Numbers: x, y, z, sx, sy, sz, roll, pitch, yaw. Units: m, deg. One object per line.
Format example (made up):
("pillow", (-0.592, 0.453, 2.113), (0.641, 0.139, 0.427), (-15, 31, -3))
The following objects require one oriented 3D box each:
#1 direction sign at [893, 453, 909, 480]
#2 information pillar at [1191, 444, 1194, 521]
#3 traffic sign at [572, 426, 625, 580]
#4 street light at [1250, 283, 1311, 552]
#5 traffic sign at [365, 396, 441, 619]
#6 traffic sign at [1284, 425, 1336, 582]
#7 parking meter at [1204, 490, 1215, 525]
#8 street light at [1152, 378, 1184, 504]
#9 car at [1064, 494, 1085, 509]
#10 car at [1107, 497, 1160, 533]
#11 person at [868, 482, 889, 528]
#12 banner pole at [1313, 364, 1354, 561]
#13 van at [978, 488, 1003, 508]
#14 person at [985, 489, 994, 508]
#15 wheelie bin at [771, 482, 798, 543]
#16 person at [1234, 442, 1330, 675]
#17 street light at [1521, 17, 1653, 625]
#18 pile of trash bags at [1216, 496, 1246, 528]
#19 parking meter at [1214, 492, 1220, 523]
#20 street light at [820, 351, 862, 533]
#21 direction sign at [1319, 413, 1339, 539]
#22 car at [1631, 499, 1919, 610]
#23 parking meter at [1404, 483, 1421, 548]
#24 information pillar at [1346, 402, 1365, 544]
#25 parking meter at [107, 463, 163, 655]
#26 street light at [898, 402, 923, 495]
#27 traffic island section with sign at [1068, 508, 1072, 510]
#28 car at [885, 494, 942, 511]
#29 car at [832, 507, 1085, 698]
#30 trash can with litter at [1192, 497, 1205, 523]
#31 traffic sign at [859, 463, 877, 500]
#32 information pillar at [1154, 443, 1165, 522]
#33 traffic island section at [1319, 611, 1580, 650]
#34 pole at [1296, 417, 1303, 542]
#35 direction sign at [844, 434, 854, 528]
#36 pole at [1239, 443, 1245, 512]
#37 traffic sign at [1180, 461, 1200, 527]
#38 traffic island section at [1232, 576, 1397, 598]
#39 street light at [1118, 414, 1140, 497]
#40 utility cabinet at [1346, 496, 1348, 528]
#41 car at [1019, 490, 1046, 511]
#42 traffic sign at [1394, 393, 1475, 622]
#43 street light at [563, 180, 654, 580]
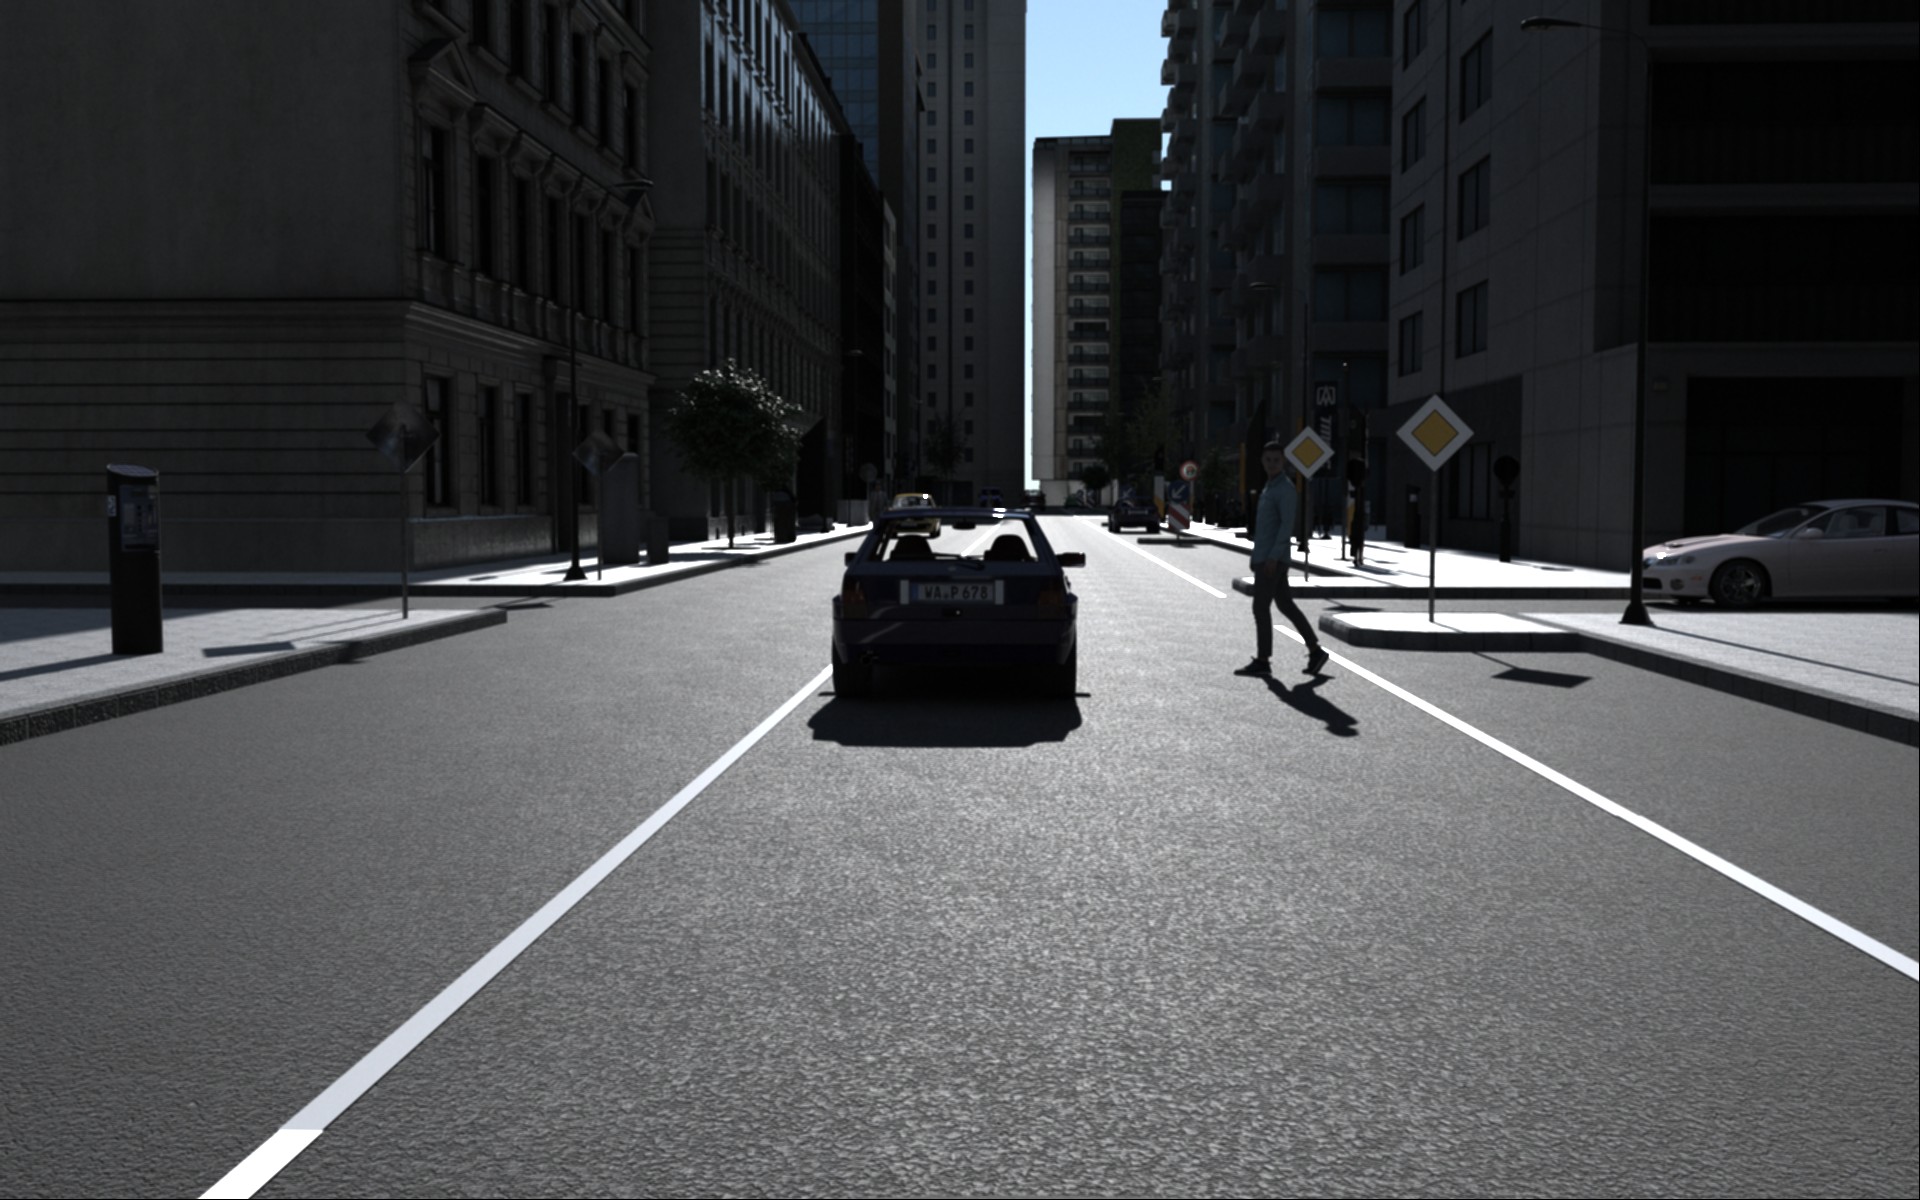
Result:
("direction sign", (-3.216, -6.307, 95.119), (0.876, 3.537, 0.379), (-1, 4, -11))
("information pillar", (10.959, -5.521, 81.616), (0.183, 3.616, 0.504), (1, 4, 16))
("traffic sign", (-5.368, -1.352, 25.750), (0.795, 2.450, 0.064), (0, 4, 2))
("street light", (7.081, -4.022, 38.306), (1.470, 5.913, 1.316), (0, 4, 2))
("traffic sign", (-5.709, -0.864, 17.772), (0.795, 2.450, 0.064), (0, 4, 2))
("traffic sign", (5.066, -1.324, 25.285), (0.795, 2.450, 0.064), (0, 4, 2))
("parking meter", (10.463, -4.095, 72.667), (0.399, 1.863, 0.255), (-3, 4, -37))
("street light", (8.394, -5.929, 69.479), (1.470, 5.913, 1.316), (0, 4, 2))
("car", (10.795, -9.474, 163.689), (1.959, 1.807, 4.718), (0, 4, 1))
("car", (6.525, -3.213, 65.118), (1.945, 1.354, 3.894), (0, 4, 1))
("person", (-2.403, -2.595, 51.196), (0.678, 1.792, 0.850), (0, 4, 6))
("banner pole", (7.235, -2.664, 33.568), (0.863, 3.779, 0.401), (2, 4, 32))
("van", (2.854, -9.465, 159.131), (2.240, 2.365, 5.245), (0, 4, 2))
("person", (1.433, -4.655, 85.608), (0.522, 1.701, 0.512), (0, 4, 6))
("wheelie bin", (-4.676, -2.331, 46.020), (0.693, 1.594, 0.980), (-1, 4, -14))
("person", (2.550, -0.325, 13.674), (0.748, 1.841, 0.638), (1, 4, 11))
("street light", (6.163, -2.721, 17.026), (1.470, 5.913, 1.316), (0, 4, 2))
("pile of trash bags", (11.242, -3.484, 66.720), (1.912, 1.369, 3.447), (2, 4, 30))
("parking meter", (11.259, -4.160, 76.424), (0.372, 1.533, 0.369), (0, 3, 0))
("street light", (-3.877, -5.133, 56.459), (1.470, 5.913, 1.316), (0, 4, 2))
("direction sign", (10.381, -3.486, 48.999), (0.379, 3.537, 0.876), (-2, 4, -30))
("car", (11.169, -0.607, 22.283), (4.827, 1.381, 2.083), (0, 4, 2))
("parking meter", (10.778, -2.008, 41.236), (0.372, 1.533, 0.369), (0, 3, 0))
("information pillar", (10.086, -3.227, 44.123), (0.183, 3.616, 0.504), (-2, 4, -32))
("parking meter", (-6.638, -0.338, 13.937), (0.372, 1.533, 0.369), (0, 3, 0))
("street light", (-2.541, -7.008, 87.118), (1.470, 5.913, 1.316), (0, 4, 2))
("traffic island section with sign", (10.604, -8.918, 154.435), (1.989, 1.847, 2.006), (0, 4, 2))
("car", (-1.566, -2.908, 57.762), (2.015, 1.641, 3.980), (0, 4, 2))
("car", (0.020, -0.057, 13.516), (1.945, 1.354, 3.894), (0, 4, 2))
("trash can with litter", (10.873, -4.024, 77.183), (1.055, 1.170, 0.624), (1, 4, 11))
("traffic sign", (-3.830, -4.401, 72.069), (0.768, 2.556, 0.104), (0, 4, 7))
("information pillar", (9.174, -5.399, 79.623), (0.504, 3.616, 0.183), (3, 4, 37))
("traffic island section", (4.749, 0.300, 17.384), (2.009, 0.180, 2.903), (0, 4, 2))
("pole", (9.067, -3.198, 46.132), (0.158, 3.312, 0.155), (0, 3, 0))
("direction sign", (-4.228, -4.534, 66.125), (0.379, 3.537, 0.876), (1, 4, 15))
("pole", (11.173, -4.572, 68.593), (0.158, 3.312, 0.155), (0, 3, 0))
("traffic sign", (8.851, -4.072, 66.676), (0.768, 2.556, 0.104), (0, 4, 5))
("traffic island section", (5.090, -0.188, 25.362), (2.009, 0.180, 2.903), (0, 4, 2))
("street light", (9.798, -7.804, 100.134), (1.470, 5.913, 1.316), (0, 4, 2))
("utility cabinet", (15.038, -3.393, 66.631), (0.306, 1.237, 1.020), (2, 4, 25))
("car", (6.182, -8.462, 147.023), (2.281, 1.827, 5.304), (0, 4, 0))
("traffic sign", (4.725, -0.836, 17.308), (0.795, 2.450, 0.064), (0, 4, 2))
("street light", (-5.232, -3.258, 25.802), (1.470, 5.913, 1.316), (0, 4, 2))
